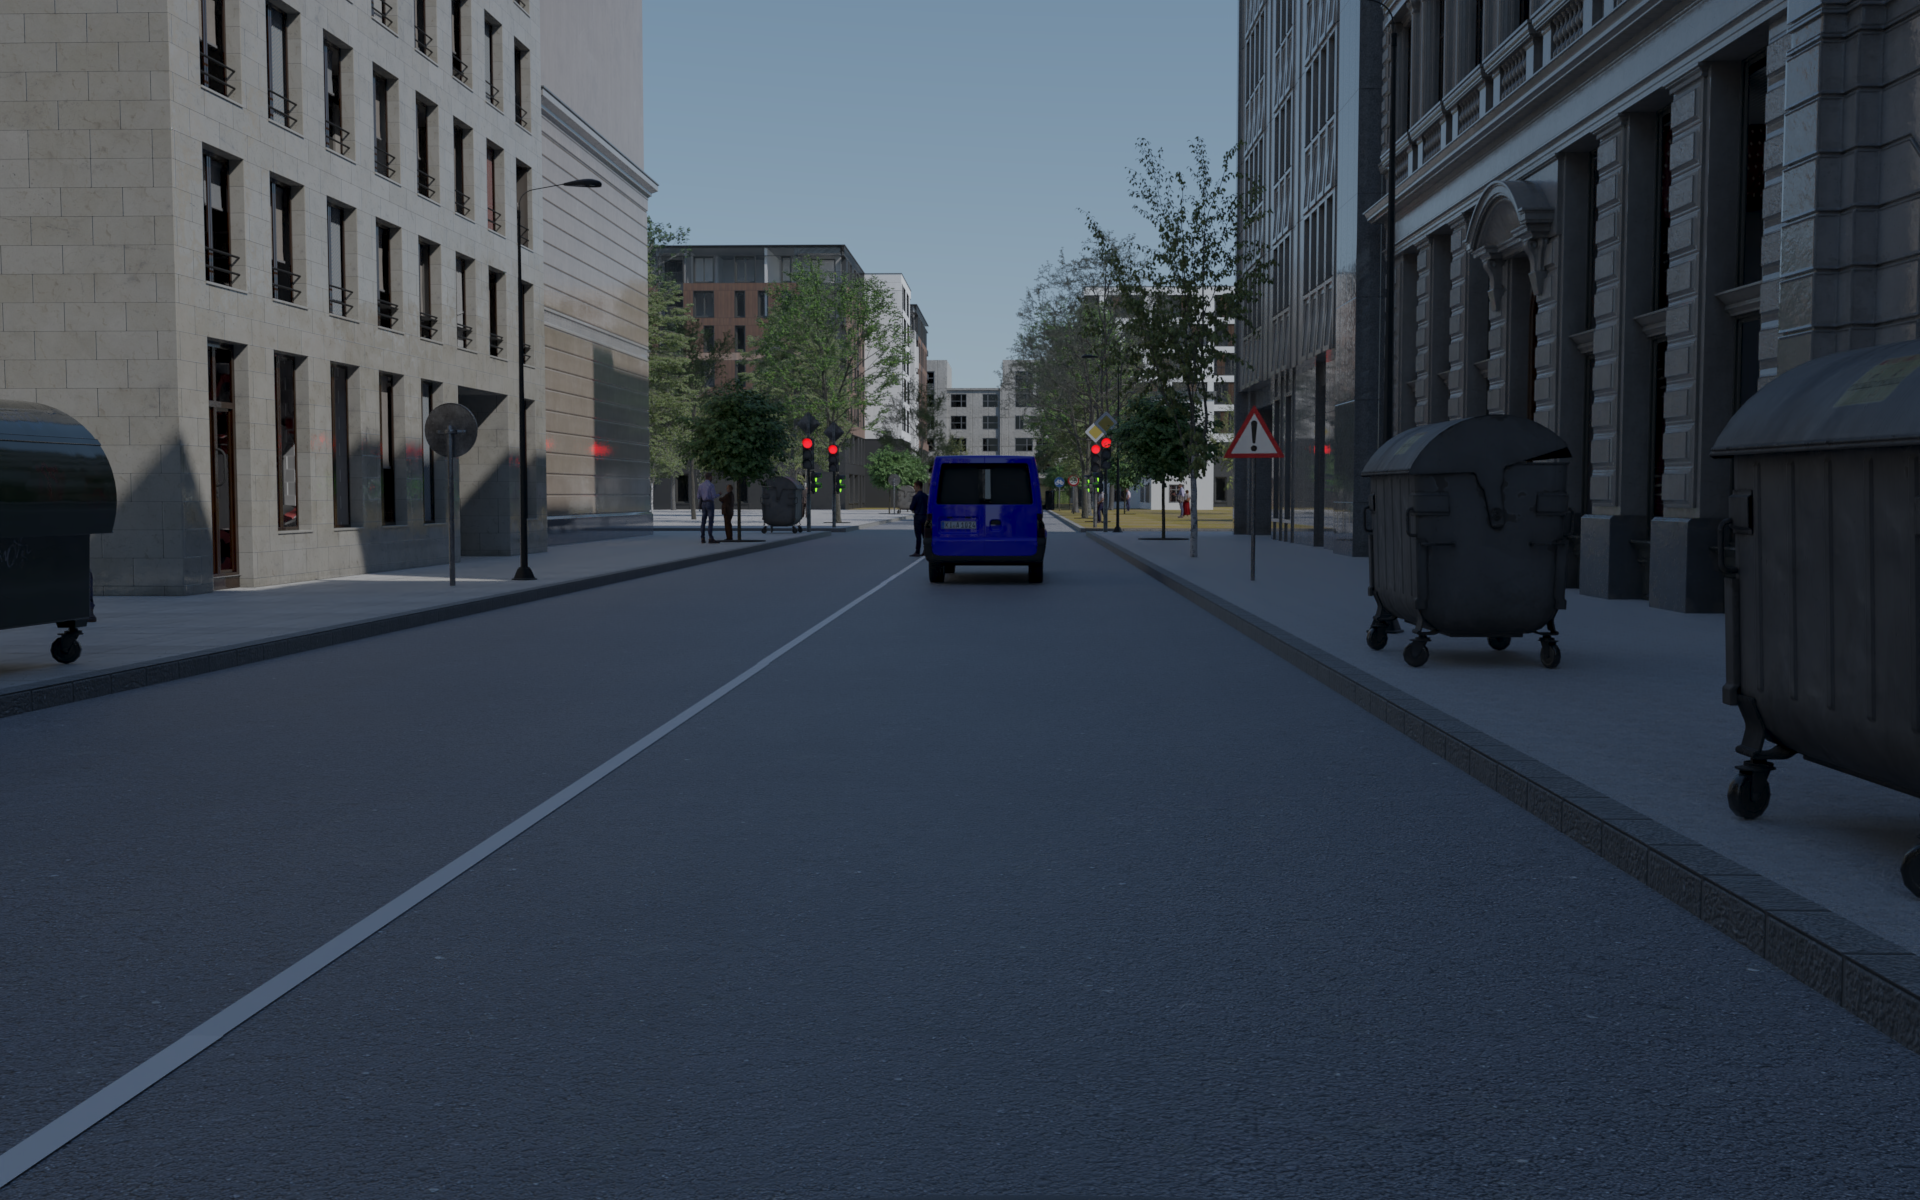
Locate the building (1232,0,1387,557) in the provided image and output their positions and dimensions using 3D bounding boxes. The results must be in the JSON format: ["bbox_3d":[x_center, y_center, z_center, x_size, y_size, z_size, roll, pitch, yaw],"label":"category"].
[{"bbox_3d":[14.328,-13.834,44.205,12.078,24.808,19.932,0,4,2],"label":"building"}]

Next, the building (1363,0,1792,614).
[{"bbox_3d":[12.806,-11.958,24.386,11.050,23.489,19.941,0,4,2],"label":"building"}]

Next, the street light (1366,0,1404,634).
[{"bbox_3d":[3.405,-2.653,15.916,1.470,5.913,1.316,0,4,2],"label":"street light"}]

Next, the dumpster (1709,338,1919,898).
[{"bbox_3d":[3.597,-0.019,6.066,1.264,1.857,1.865,0,4,2],"label":"dumpster"}]

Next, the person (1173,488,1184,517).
[{"bbox_3d":[12.231,-5.545,97.237,0.750,1.759,0.617,1,4,17],"label":"person"}]

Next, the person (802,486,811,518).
[{"bbox_3d":[-8.318,-5.317,93.659,0.565,1.739,0.600,0,4,-7],"label":"person"}]

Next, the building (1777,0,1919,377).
[{"bbox_3d":[12.377,-9.823,2.412,13.314,21.916,24.055,0,4,2],"label":"building"}]

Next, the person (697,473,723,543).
[{"bbox_3d":[-6.463,-2.393,45.031,0.709,1.838,0.599,2,4,35],"label":"person"}]

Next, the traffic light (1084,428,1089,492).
[{"bbox_3d":[5.141,-4.698,66.053,0.839,4.213,0.868,0,4,2],"label":"traffic light"}]

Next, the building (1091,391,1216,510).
[{"bbox_3d":[16.820,-13.053,155.560,9.099,9.664,28.070,0,4,2],"label":"building"}]

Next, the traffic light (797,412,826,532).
[{"bbox_3d":[-5.088,-4.229,58.396,0.839,4.213,0.868,0,4,2],"label":"traffic light"}]

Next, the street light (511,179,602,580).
[{"bbox_3d":[-5.971,-3.250,25.682,1.470,5.913,1.316,0,4,2],"label":"street light"}]

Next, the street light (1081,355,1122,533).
[{"bbox_3d":[4.735,-5.215,57.810,1.470,5.913,1.316,0,4,2],"label":"street light"}]

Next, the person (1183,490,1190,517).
[{"bbox_3d":[12.924,-5.534,98.986,0.523,1.526,0.387,2,4,24],"label":"person"}]

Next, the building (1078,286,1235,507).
[{"bbox_3d":[26.609,-20.932,186.213,27.936,21.610,32.646,0,4,2],"label":"building"}]

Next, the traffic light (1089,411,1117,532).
[{"bbox_3d":[4.868,-4.210,58.072,0.839,4.213,0.868,0,4,2],"label":"traffic light"}]

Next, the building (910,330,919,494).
[{"bbox_3d":[-12.252,-19.846,180.910,16.016,20.091,11.380,0,4,2],"label":"building"}]

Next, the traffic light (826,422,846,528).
[{"bbox_3d":[-4.815,-4.718,66.376,0.839,4.213,0.868,0,4,2],"label":"traffic light"}]

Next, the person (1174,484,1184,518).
[{"bbox_3d":[11.670,-5.293,92.445,0.599,1.838,0.709,0,4,4],"label":"person"}]

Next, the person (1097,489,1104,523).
[{"bbox_3d":[6.210,-4.162,76.308,0.590,1.554,0.614,0,4,-7],"label":"person"}]

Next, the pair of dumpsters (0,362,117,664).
[{"bbox_3d":[-7.228,-0.521,11.019,1.574,2.255,4.436,0,4,2],"label":"pair of dumpsters"}]

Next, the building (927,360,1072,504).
[{"bbox_3d":[5.874,-22.629,236.441,31.486,18.905,16.747,0,4,2],"label":"building"}]

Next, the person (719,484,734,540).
[{"bbox_3d":[-6.427,-2.414,47.780,0.388,1.546,0.482,1,4,11],"label":"person"}]

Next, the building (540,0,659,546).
[{"bbox_3d":[-19.592,-16.022,47.869,20.117,28.700,13.634,0,4,2],"label":"building"}]

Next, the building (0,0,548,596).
[{"bbox_3d":[-14.641,-10.700,29.690,10.420,20.320,16.860,0,4,2],"label":"building"}]

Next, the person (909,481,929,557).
[{"bbox_3d":[-0.954,-1.872,39.811,0.504,1.737,0.576,2,4,32],"label":"person"}]

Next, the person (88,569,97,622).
[{"bbox_3d":[-8.965,-0.695,17.280,0.709,1.838,0.599,0,4,-3],"label":"person"}]

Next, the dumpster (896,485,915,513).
[{"bbox_3d":[-3.573,-6.677,114.927,1.264,1.857,1.865,0,4,2],"label":"dumpster"}]

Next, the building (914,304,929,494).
[{"bbox_3d":[-20.442,-21.818,200.697,32.646,21.610,27.936,0,4,2],"label":"building"}]

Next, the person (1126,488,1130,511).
[{"bbox_3d":[12.380,-7.405,128.051,0.436,1.711,0.756,1,4,15],"label":"person"}]

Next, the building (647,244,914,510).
[{"bbox_3d":[-19.389,-19.240,158.544,27.936,21.610,32.646,0,4,2],"label":"building"}]
